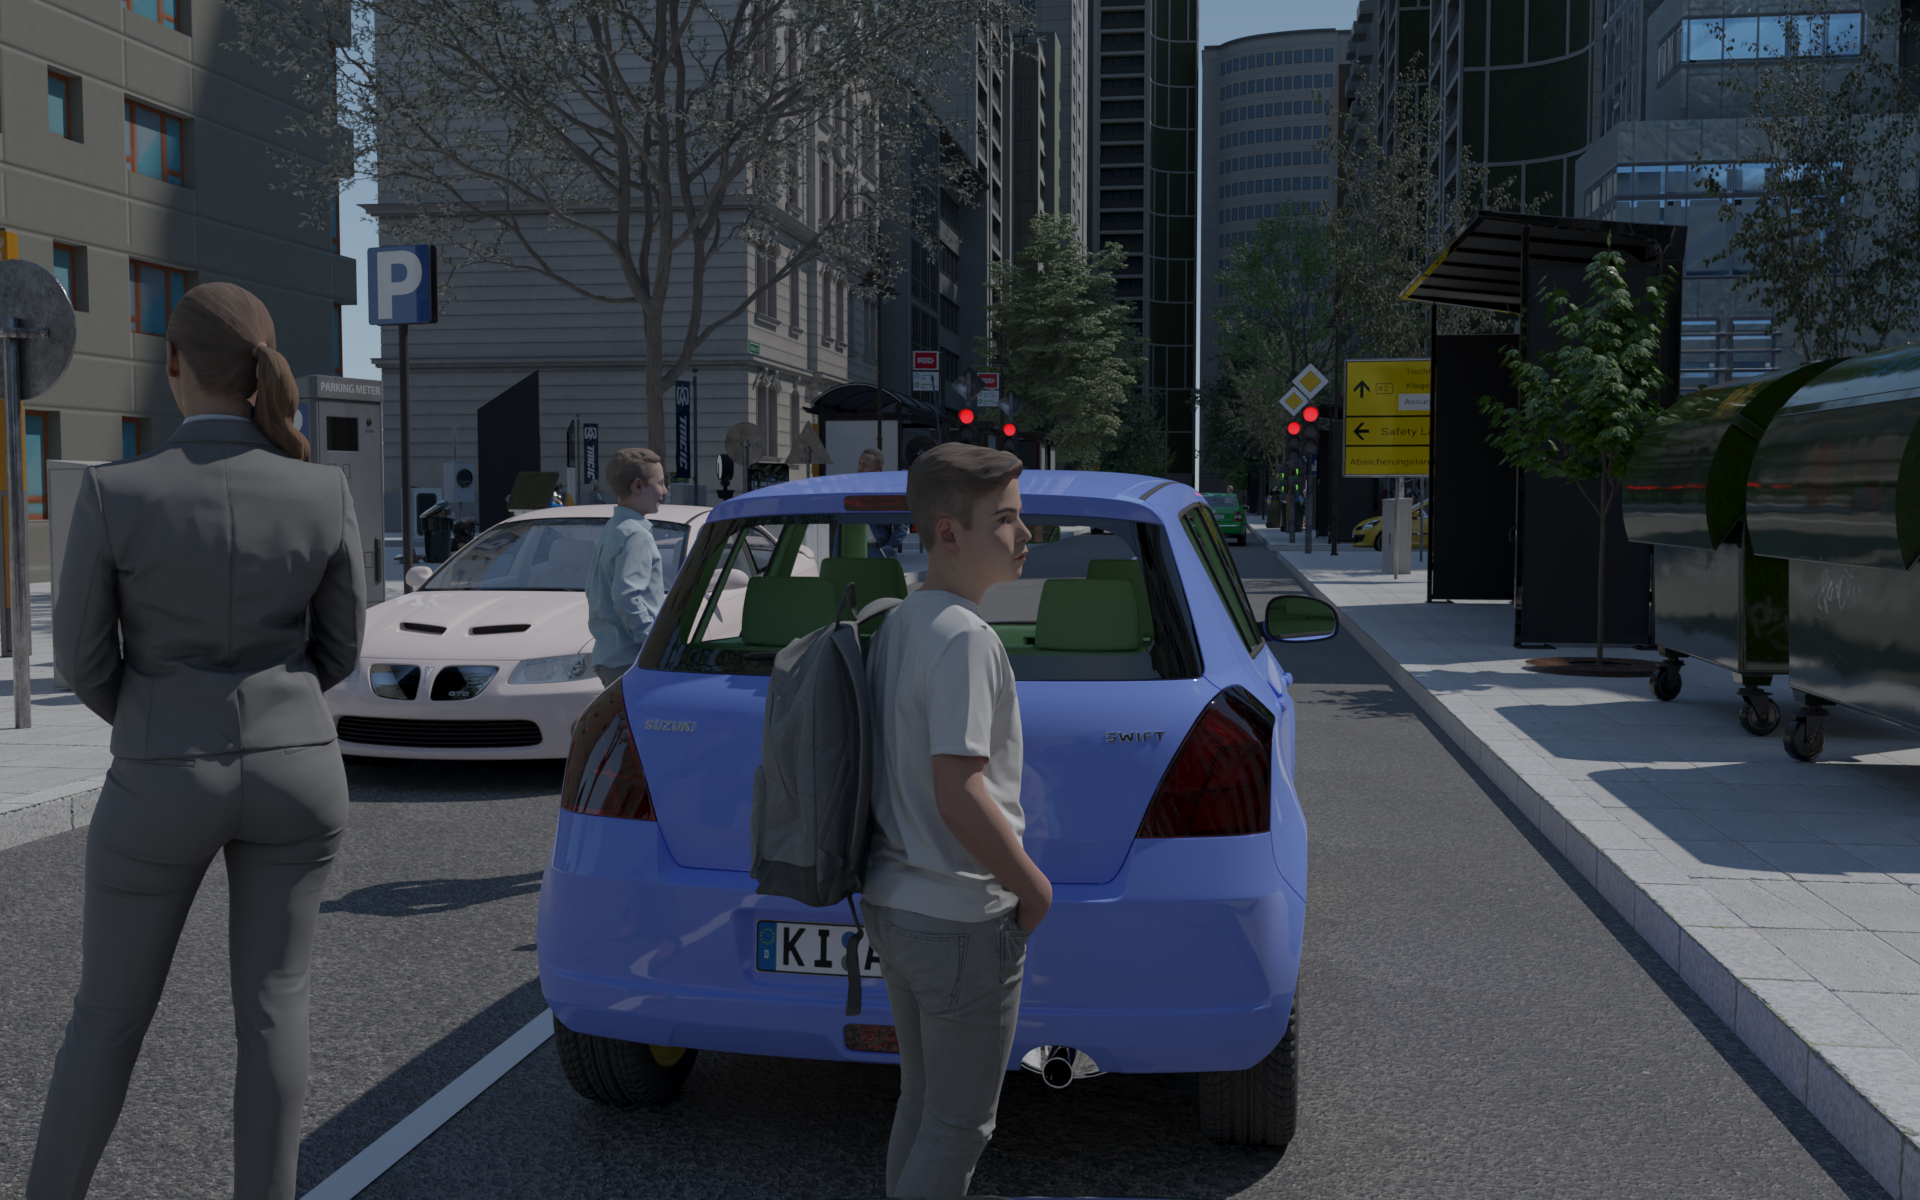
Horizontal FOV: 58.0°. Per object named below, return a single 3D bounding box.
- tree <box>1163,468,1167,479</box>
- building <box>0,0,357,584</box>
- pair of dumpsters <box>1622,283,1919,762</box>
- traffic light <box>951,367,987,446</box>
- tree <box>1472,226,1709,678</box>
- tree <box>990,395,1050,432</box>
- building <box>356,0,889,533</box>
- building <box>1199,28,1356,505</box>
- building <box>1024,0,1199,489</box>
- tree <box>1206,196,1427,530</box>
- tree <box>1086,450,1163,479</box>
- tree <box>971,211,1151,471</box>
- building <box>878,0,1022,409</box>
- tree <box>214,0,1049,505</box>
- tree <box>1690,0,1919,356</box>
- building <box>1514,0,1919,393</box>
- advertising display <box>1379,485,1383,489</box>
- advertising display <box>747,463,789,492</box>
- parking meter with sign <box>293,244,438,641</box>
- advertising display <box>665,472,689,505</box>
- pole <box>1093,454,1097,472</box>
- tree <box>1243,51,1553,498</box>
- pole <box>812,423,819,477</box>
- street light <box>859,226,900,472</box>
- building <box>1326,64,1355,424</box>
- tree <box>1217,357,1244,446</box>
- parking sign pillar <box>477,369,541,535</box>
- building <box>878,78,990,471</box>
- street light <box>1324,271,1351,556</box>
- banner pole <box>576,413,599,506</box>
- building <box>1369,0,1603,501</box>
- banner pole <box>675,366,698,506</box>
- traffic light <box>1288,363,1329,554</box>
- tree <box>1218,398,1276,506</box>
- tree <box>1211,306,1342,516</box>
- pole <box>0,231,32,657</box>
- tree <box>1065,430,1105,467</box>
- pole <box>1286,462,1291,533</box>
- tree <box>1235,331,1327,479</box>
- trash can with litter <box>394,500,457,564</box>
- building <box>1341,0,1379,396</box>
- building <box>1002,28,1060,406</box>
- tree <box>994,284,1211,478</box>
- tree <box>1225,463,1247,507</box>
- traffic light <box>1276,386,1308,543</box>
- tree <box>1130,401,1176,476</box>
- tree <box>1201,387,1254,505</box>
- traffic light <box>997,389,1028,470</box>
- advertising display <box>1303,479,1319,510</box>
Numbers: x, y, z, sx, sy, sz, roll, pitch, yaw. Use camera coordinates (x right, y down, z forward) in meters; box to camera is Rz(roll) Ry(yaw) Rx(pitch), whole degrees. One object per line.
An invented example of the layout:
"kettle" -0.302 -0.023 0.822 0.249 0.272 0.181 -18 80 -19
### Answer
"tree" 17.505 -10.825 160.699 4.285 4.588 4.351 0 3 0
"building" -28.209 -10.841 22.288 28.899 21.520 27.650 1 4 8
"pair of dumpsters" 4.610 -0.374 8.607 1.574 2.255 4.437 1 4 8
"traffic light" 0.206 -3.019 38.287 0.839 4.253 0.868 1 4 8
"tree" 4.781 -1.099 12.572 1.663 3.219 1.824 0 3 0
"tree" 3.570 -9.136 99.738 4.360 8.622 3.978 0 3 0
"building" -11.250 -17.099 66.955 14.401 28.519 23.554 1 4 8
"building" 44.489 -41.366 218.332 28.212 58.520 21.231 1 4 8
"building" 19.830 -47.872 220.957 20.611 71.187 20.563 1 4 8
"tree" 12.498 -8.310 61.631 9.928 11.665 9.643 0 3 0
"tree" 9.105 -7.267 102.523 4.285 4.588 4.351 0 3 0
"tree" 3.943 -9.323 70.558 7.486 12.596 7.792 0 3 0
"building" 2.243 -45.327 179.352 20.611 71.187 20.563 1 4 8
"tree" -3.767 -6.806 21.652 12.009 13.543 11.850 0 3 0
"tree" 12.272 -4.522 24.301 4.360 8.622 3.978 0 3 0
"building" 35.937 -45.644 58.946 31.000 86.520 22.319 1 4 8
"advertising display" 28.498 -6.861 117.397 0.123 1.923 0.974 2 4 28
"advertising display" -3.959 -1.871 35.810 0.974 1.923 0.123 -3 5 -40
"parking meter with sign" -4.235 -0.932 11.500 0.543 3.016 1.738 1 4 22
"advertising display" -8.376 -2.783 50.711 0.974 1.923 0.123 -3 5 -40
"pole" 6.096 -5.169 78.355 0.158 3.312 0.155 0 3 0
"tree" 7.621 -4.826 29.267 4.360 8.622 3.978 0 3 0
"pole" -4.172 -3.442 50.120 0.158 3.312 0.155 0 3 0
"street light" -1.397 -3.504 30.082 0.468 5.910 1.993 1 4 8
"building" 44.951 -32.213 176.798 14.600 45.320 14.200 1 4 8
"tree" 12.862 -7.390 71.195 4.360 8.622 3.978 0 3 0
"parking sign pillar" -9.756 -3.000 37.515 1.447 3.967 1.447 -1 4 -11
"building" -7.297 -16.814 93.977 14.314 24.678 30.058 1 4 8
"street light" 7.821 -3.868 36.030 0.468 5.910 1.993 1 4 8
"banner pole" -11.604 -3.899 53.764 0.863 3.779 0.401 -2 4 -26
"building" 40.058 -42.203 128.272 20.563 71.187 20.611 1 4 8
"banner pole" -5.299 -2.678 33.796 0.401 3.779 0.863 2 4 28
"traffic light" 7.491 -2.955 37.230 0.839 4.253 0.868 1 4 8
"tree" 29.876 -15.868 177.563 7.486 12.596 7.792 0 3 0
"tree" 18.164 -11.397 103.348 9.611 12.733 9.660 0 3 0
"pole" -7.451 -1.207 13.581 0.158 3.312 0.155 0 3 0
"tree" 7.806 -10.137 116.105 4.360 8.622 3.978 0 3 0
"pole" 10.760 -3.837 56.572 0.158 3.312 0.155 0 3 0
"tree" 14.681 -7.779 77.545 4.737 8.622 4.395 0 3 0
"trash can with litter" -9.902 -1.265 32.076 1.055 1.170 0.624 -2 4 -35
"building" 45.928 -32.675 153.845 23.786 49.044 30.456 1 4 8
"building" 0.999 -28.508 149.694 14.154 41.232 14.086 1 4 8
"tree" 6.179 -10.582 90.016 9.611 12.733 9.660 0 3 0
"tree" 27.757 -11.398 170.071 4.285 4.588 4.351 0 3 0
"traffic light" 8.659 -3.438 45.130 0.839 4.253 0.868 1 4 8
"tree" 12.948 -10.809 127.089 4.737 8.622 4.395 0 3 0
"tree" 31.600 -17.605 194.496 9.857 13.997 8.962 0 3 0
"traffic light" 1.374 -3.503 46.187 0.839 4.253 0.868 1 4 8
"advertising display" 14.981 -4.214 74.108 0.974 1.923 0.123 -1 4 -22
